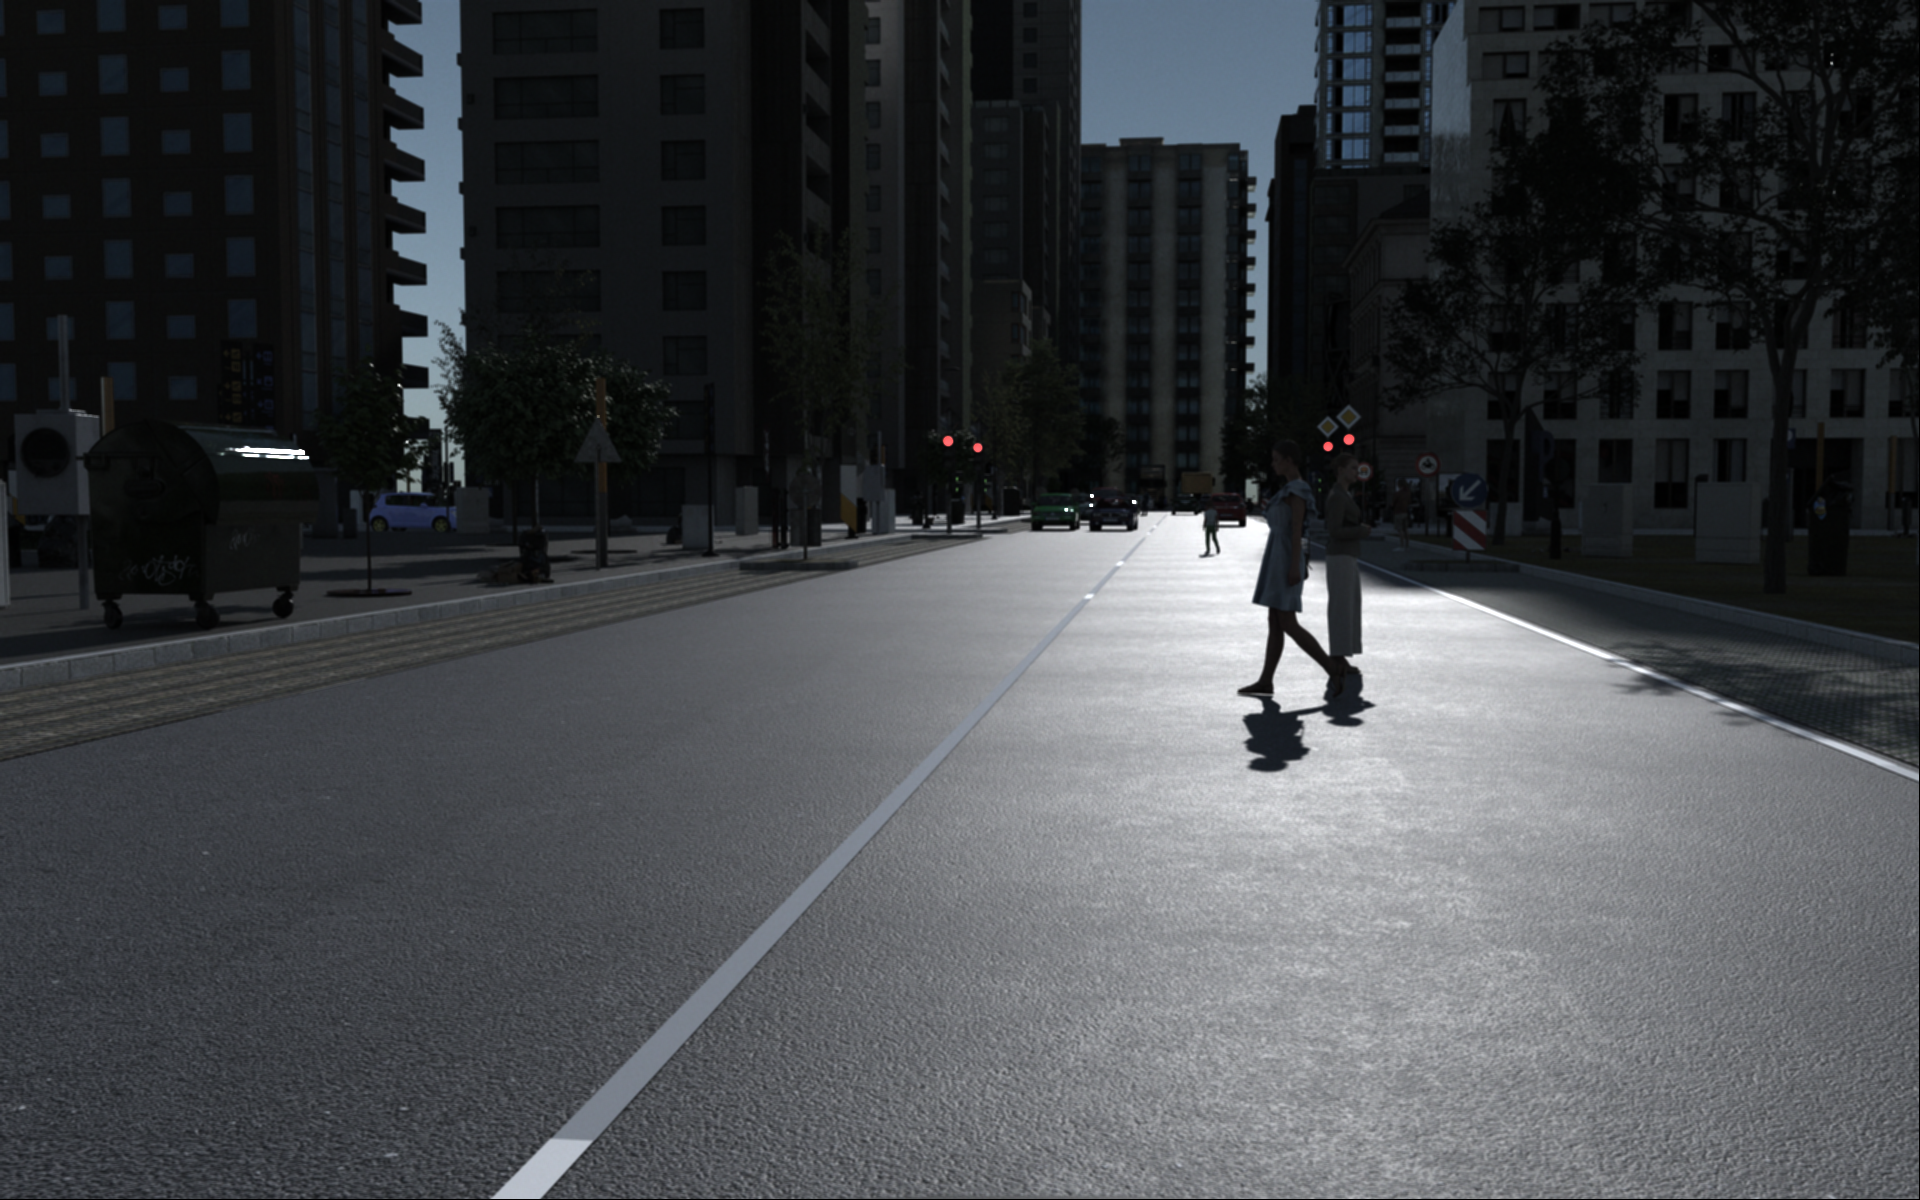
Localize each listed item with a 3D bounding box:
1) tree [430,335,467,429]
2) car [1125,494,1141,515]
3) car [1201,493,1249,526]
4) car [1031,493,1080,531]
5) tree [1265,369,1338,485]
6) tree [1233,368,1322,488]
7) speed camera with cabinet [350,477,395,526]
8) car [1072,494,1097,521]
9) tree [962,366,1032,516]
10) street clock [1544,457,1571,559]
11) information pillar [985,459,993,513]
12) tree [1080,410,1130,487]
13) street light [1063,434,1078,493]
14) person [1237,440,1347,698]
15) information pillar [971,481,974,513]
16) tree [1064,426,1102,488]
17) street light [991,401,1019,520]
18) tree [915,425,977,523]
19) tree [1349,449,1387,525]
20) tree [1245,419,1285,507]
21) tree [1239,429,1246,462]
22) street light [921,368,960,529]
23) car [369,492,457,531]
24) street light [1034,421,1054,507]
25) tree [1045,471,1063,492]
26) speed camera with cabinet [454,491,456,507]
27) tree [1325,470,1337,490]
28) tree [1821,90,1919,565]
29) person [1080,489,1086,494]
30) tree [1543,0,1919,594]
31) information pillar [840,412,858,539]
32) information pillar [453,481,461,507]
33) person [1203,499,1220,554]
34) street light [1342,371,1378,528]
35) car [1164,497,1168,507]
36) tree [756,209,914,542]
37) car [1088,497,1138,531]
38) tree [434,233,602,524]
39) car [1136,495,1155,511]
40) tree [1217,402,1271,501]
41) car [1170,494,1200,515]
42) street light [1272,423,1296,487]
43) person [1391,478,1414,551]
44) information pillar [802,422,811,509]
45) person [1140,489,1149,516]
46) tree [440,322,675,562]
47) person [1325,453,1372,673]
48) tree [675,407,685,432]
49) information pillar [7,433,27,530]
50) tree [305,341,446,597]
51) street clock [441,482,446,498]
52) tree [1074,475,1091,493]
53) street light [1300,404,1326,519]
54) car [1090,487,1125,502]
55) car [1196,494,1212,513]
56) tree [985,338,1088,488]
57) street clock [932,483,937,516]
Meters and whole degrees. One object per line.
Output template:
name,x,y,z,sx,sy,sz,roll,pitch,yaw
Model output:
tree,-22.239,-7.901,79.545,4.737,8.622,4.395,0,3,0
car,11.722,-6.735,121.913,2.131,1.459,4.920,0,4,8
car,11.959,-4.223,78.094,2.155,1.783,4.494,0,4,7
car,3.855,-3.709,69.438,1.959,1.807,4.718,0,4,7
tree,20.457,-9.300,102.414,4.737,8.622,4.395,0,3,0
tree,26.293,-13.220,141.902,9.928,11.665,9.643,0,3,0
speed camera with cabinet,-24.199,-4.711,71.368,0.660,3.252,2.038,2,4,24
car,5.747,-4.354,82.994,2.131,1.459,4.920,0,4,7
tree,2.246,-9.071,98.678,4.360,8.622,3.978,0,3,0
street clock,11.772,-1.811,34.188,0.471,2.002,0.358,1,4,10
information pillar,1.932,-7.574,115.184,0.504,3.616,0.183,1,4,16
tree,17.530,-17.727,215.585,9.928,11.665,9.643,0,3,0
street light,8.510,-9.849,133.565,1.470,5.913,1.316,0,4,7
person,2.359,-0.223,12.234,0.778,1.811,0.616,1,4,23
information pillar,0.810,-7.553,114.845,0.183,3.616,0.504,1,4,10
tree,13.065,-14.398,185.765,4.360,8.622,3.978,0,3,0
street light,2.271,-7.001,87.002,1.470,5.913,1.316,0,4,7
tree,-0.430,-5.720,77.229,4.285,4.588,4.351,0,3,0
tree,17.071,-4.790,72.926,1.663,3.219,1.824,0,3,0
tree,28.459,-12.725,158.415,4.360,8.622,3.978,0,3,0
tree,30.396,-13.819,176.302,4.360,8.622,3.978,0,3,0
street light,-0.705,-5.586,63.868,1.470,5.913,1.316,0,4,7
car,-19.615,-3.279,63.196,3.694,1.707,1.945,1,4,8
street light,5.287,-8.410,110.052,1.470,5.913,1.316,0,4,7
tree,7.282,-8.754,137.726,1.663,3.219,1.824,0,3,0
speed camera with cabinet,-26.080,-6.038,93.060,2.038,3.252,0.660,-2,4,-26
tree,17.634,-5.226,80.045,1.663,3.219,1.824,0,3,0
tree,17.390,-4.929,30.947,4.360,8.622,3.978,0,3,0
person,9.275,-7.518,131.434,0.660,1.820,0.620,1,4,8
tree,10.225,-5.349,21.867,7.601,10.594,8.767,-2,4,-35
information pillar,-3.183,-3.562,49.600,0.504,3.616,0.183,-2,4,-25
information pillar,-27.335,-5.486,94.193,0.304,2.012,0.304,3,4,37
person,6.019,-1.753,41.411,0.306,1.304,0.590,-1,4,-20
street light,15.161,-5.698,65.697,1.470,5.913,1.316,0,4,7
car,22.410,-11.339,194.980,1.945,1.707,3.694,1,4,9
tree,-3.575,-5.843,45.895,4.737,8.622,4.395,0,3,0
car,6.111,-3.434,68.721,1.945,1.354,3.894,1,4,9
tree,-12.117,-5.995,48.381,4.360,8.622,3.978,0,3,0
car,15.715,-8.332,148.593,2.083,1.381,4.827,0,4,7
tree,35.424,-18.036,213.011,7.486,12.596,7.792,0,3,0
car,15.700,-6.669,120.838,2.131,1.459,4.920,0,4,7
street light,21.330,-8.596,113.089,1.470,5.913,1.316,0,4,7
person,11.091,-2.138,43.434,0.573,1.828,0.580,1,4,10
information pillar,-4.931,-3.937,55.723,0.183,3.616,0.504,1,4,21
person,12.314,-6.513,115.166,0.419,1.800,0.721,-2,4,-31
tree,-8.172,-3.031,33.276,4.285,4.588,4.351,0,3,0
person,3.104,-0.294,13.854,0.362,1.759,0.519,1,4,17
tree,-7.746,-3.318,37.969,4.285,4.588,4.351,0,3,0
information pillar,-32.880,-4.221,60.375,0.504,3.616,0.183,-2,4,-24
tree,-7.393,-1.676,22.011,1.663,3.219,1.824,0,3,0
street clock,-30.368,-5.954,101.921,0.358,2.002,0.471,-1,4,-22
tree,12.063,-10.858,172.130,1.663,3.219,1.824,0,3,0
street light,18.164,-7.121,88.963,1.470,5.913,1.316,0,4,7
car,8.063,-5.365,96.395,2.281,1.827,5.304,0,4,8
car,19.106,-7.384,132.729,2.014,1.417,4.499,0,4,7
tree,5.585,-12.678,125.412,7.486,12.596,7.792,0,3,0
street clock,-1.502,-6.034,103.230,0.358,2.002,0.471,0,4,-2
